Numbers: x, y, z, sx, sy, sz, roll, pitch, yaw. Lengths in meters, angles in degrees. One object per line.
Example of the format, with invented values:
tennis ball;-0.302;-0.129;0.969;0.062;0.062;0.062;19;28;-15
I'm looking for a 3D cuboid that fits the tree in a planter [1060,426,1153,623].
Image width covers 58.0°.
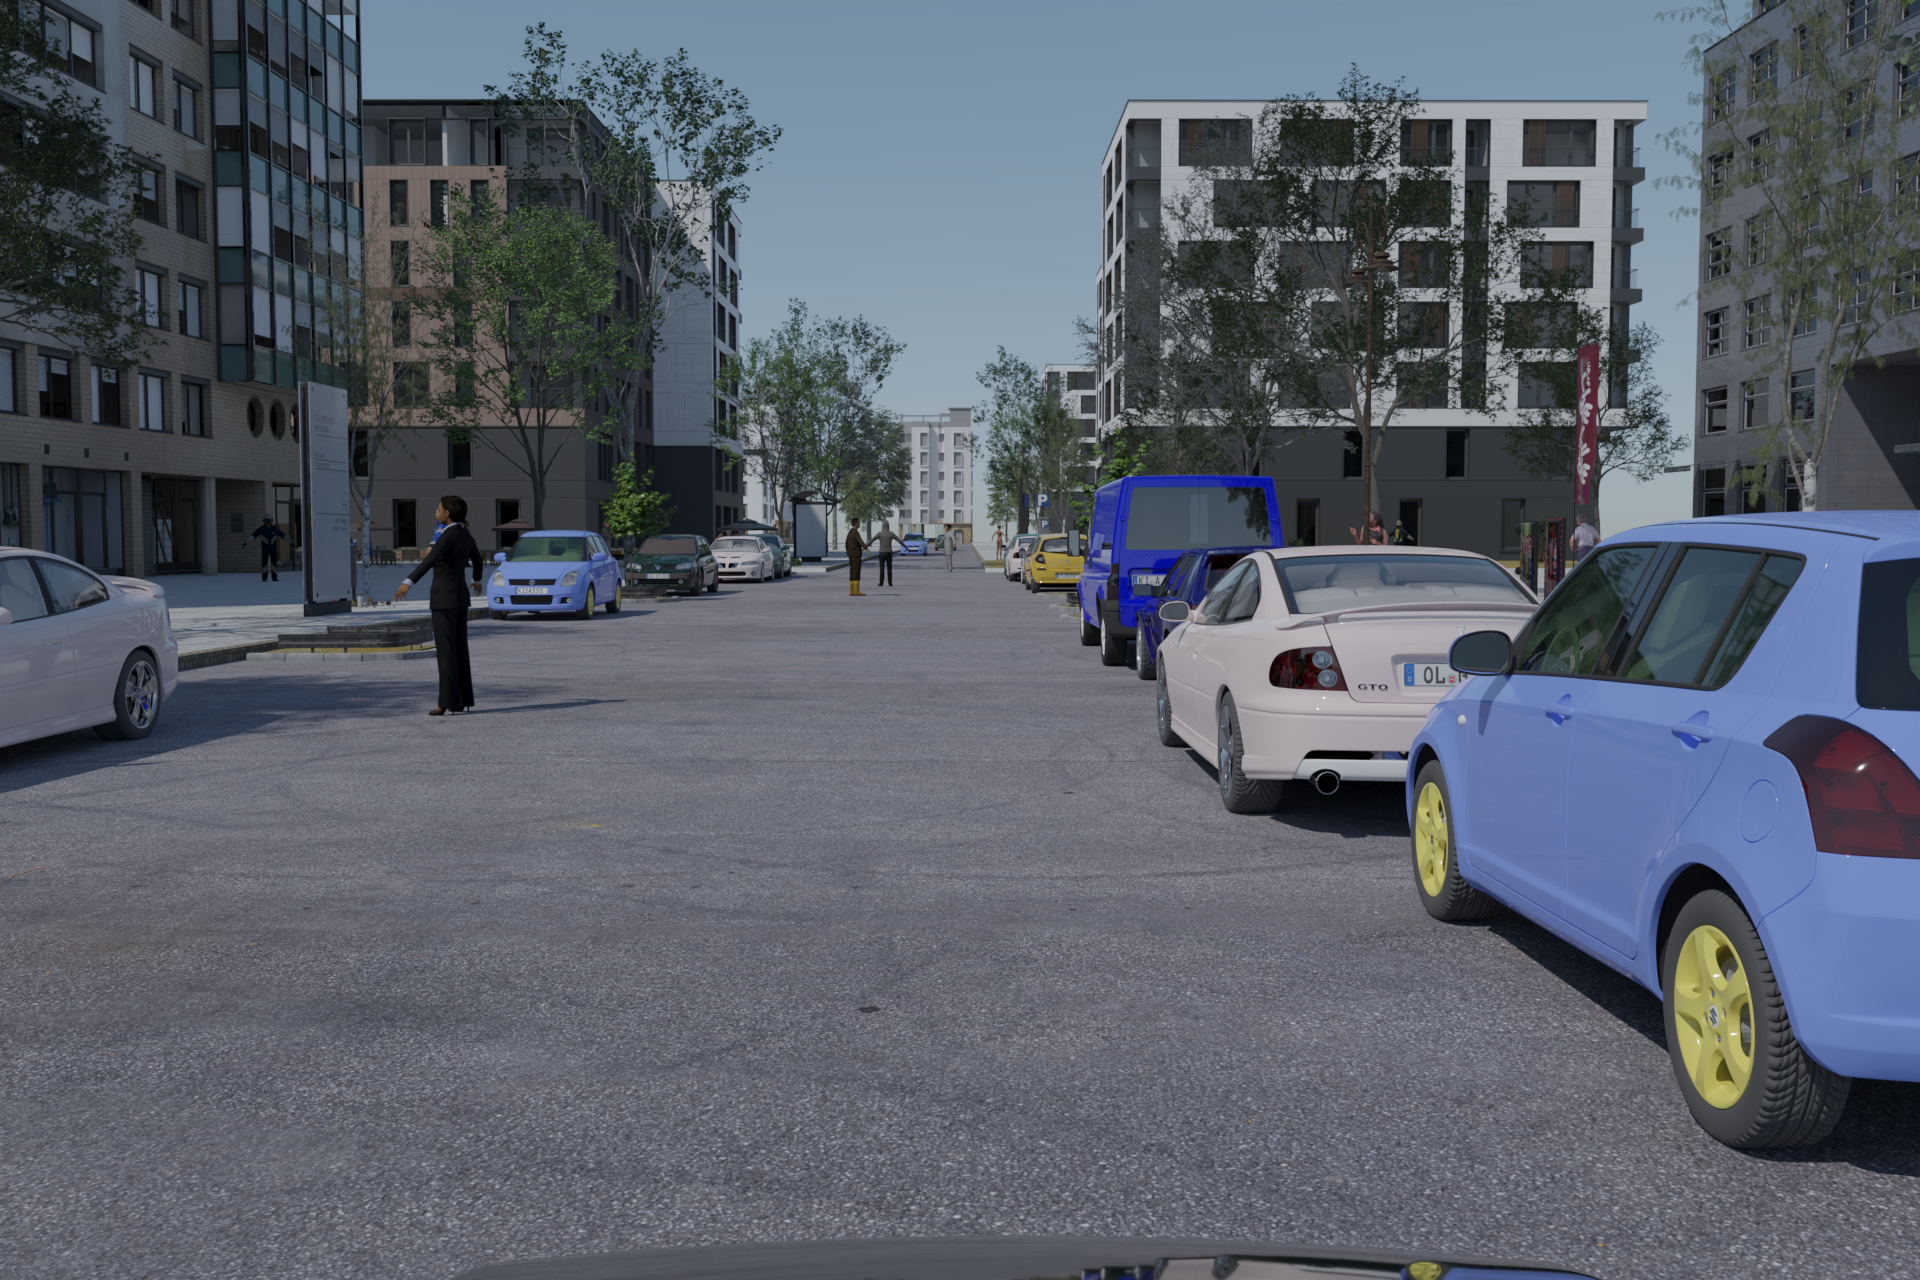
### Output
tree in a planter;2.664;-1.919;28.595;1.991;3.239;1.994;0;4;1

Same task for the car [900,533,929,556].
car;-2.987;-6.310;112.754;1.945;1.707;3.694;0;3;0

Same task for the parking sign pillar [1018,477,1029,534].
parking sign pillar;3.026;-5.769;82.788;1.447;3.967;1.447;0;4;-2

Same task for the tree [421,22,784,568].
tree;-13.380;-12.804;65.235;12.611;20.169;13.585;0;3;0

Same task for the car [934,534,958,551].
car;-1.221;-8.379;148.793;2.131;1.459;4.920;0;3;0

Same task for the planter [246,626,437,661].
planter;-7.055;0.041;20.470;1.991;0.319;1.994;0;4;0

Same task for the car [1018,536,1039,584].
car;2.649;-2.201;47.995;2.014;1.417;4.499;0;4;-1

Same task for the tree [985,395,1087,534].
tree;5.894;-12.570;131.274;9.928;11.665;9.643;0;3;0

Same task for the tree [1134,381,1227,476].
tree;9.089;-7.615;74.873;4.360;8.622;3.978;0;3;0

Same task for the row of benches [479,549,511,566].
row of benches;-19.056;-3.391;70.909;1.422;0.672;4.104;-2;4;-28

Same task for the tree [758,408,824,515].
tree;-9.416;-9.155;100.051;4.360;8.622;3.978;0;3;0

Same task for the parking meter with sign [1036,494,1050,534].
parking meter with sign;3.565;-4.750;73.926;0.543;3.016;1.738;0;4;-1

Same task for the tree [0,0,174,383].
tree;-13.109;-5.266;20.509;7.601;10.594;8.767;0;4;-8

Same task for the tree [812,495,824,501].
tree;-21.606;-18.925;259.780;4.360;8.622;3.978;0;3;0

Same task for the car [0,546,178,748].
car;-6.624;0.098;10.752;2.083;1.381;4.827;0;3;0

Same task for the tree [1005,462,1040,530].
tree;5.755;-12.737;158.613;4.360;8.622;3.978;0;3;0

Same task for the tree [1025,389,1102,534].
tree;5.284;-8.434;88.255;4.360;8.622;3.978;0;3;0

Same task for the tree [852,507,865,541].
tree;-14.439;-18.673;255.671;4.737;8.622;4.395;0;3;0

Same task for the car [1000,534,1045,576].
car;2.443;-2.852;58.431;2.131;1.459;4.920;0;4;-1

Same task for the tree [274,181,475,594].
tree;-12.754;-5.273;36.576;4.360;8.622;3.978;0;3;0

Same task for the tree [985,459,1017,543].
tree;7.338;-20.825;258.616;7.486;12.596;7.792;0;3;0

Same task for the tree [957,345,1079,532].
tree;5.920;-19.337;172.053;12.611;20.169;13.585;0;3;0

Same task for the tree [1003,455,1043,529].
tree;5.672;-12.276;151.080;4.737;8.622;4.395;0;3;0

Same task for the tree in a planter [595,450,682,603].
tree in a planter;-6.986;-2.418;36.763;1.991;3.239;1.994;0;4;1

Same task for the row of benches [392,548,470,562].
row of benches;-24.458;-3.944;79.947;1.422;0.672;4.104;2;4;33

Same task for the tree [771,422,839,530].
tree;-9.112;-9.628;107.777;4.360;8.622;3.978;0;3;0

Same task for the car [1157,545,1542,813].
car;2.284;0.128;10.272;2.083;1.381;4.827;0;3;0

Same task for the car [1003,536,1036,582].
car;2.380;-2.514;53.470;2.083;1.381;4.827;0;4;0

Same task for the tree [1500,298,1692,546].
tree;25.011;-8.200;68.480;7.601;10.594;8.767;0;4;7

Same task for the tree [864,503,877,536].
tree;-14.328;-19.060;261.996;4.737;8.622;4.395;0;3;0

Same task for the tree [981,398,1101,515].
tree;5.572;-11.317;119.445;8.767;10.594;7.601;0;4;3

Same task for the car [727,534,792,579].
car;-6.592;-2.763;56.974;2.131;1.459;4.920;0;3;0

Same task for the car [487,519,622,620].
car;-7.009;-1.254;30.091;1.945;1.707;3.694;0;4;0

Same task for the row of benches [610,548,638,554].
row of benches;-15.684;-3.799;77.572;1.422;0.672;4.104;2;4;29

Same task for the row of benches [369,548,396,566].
row of benches;-24.069;-3.463;72.076;1.422;0.672;4.104;-2;4;-26

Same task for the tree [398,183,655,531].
tree;-12.678;-7.707;51.758;9.928;11.665;9.643;0;3;0

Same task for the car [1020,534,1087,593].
car;2.535;-2.019;43.227;2.015;1.641;3.980;0;4;-1

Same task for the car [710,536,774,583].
car;-6.658;-2.418;51.899;2.083;1.381;4.827;0;3;0

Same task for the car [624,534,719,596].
car;-6.824;-1.922;41.204;2.009;1.686;4.222;0;4;0

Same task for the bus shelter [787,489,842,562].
bus shelter;-6.792;-5.351;81.413;2.014;3.302;5.546;0;4;1

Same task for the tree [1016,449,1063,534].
tree;6.051;-11.796;143.227;4.360;8.622;3.978;0;3;0

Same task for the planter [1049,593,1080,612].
planter;2.703;-0.709;32.734;1.991;0.319;1.994;0;4;-1

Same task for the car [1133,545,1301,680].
car;2.605;-0.201;15.866;1.945;1.354;3.894;0;4;0

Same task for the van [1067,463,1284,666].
van;2.479;-0.983;20.453;2.240;2.365;5.245;0;4;-1

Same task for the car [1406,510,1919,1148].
car;2.585;0.260;5.347;1.945;1.707;3.694;0;4;-1
